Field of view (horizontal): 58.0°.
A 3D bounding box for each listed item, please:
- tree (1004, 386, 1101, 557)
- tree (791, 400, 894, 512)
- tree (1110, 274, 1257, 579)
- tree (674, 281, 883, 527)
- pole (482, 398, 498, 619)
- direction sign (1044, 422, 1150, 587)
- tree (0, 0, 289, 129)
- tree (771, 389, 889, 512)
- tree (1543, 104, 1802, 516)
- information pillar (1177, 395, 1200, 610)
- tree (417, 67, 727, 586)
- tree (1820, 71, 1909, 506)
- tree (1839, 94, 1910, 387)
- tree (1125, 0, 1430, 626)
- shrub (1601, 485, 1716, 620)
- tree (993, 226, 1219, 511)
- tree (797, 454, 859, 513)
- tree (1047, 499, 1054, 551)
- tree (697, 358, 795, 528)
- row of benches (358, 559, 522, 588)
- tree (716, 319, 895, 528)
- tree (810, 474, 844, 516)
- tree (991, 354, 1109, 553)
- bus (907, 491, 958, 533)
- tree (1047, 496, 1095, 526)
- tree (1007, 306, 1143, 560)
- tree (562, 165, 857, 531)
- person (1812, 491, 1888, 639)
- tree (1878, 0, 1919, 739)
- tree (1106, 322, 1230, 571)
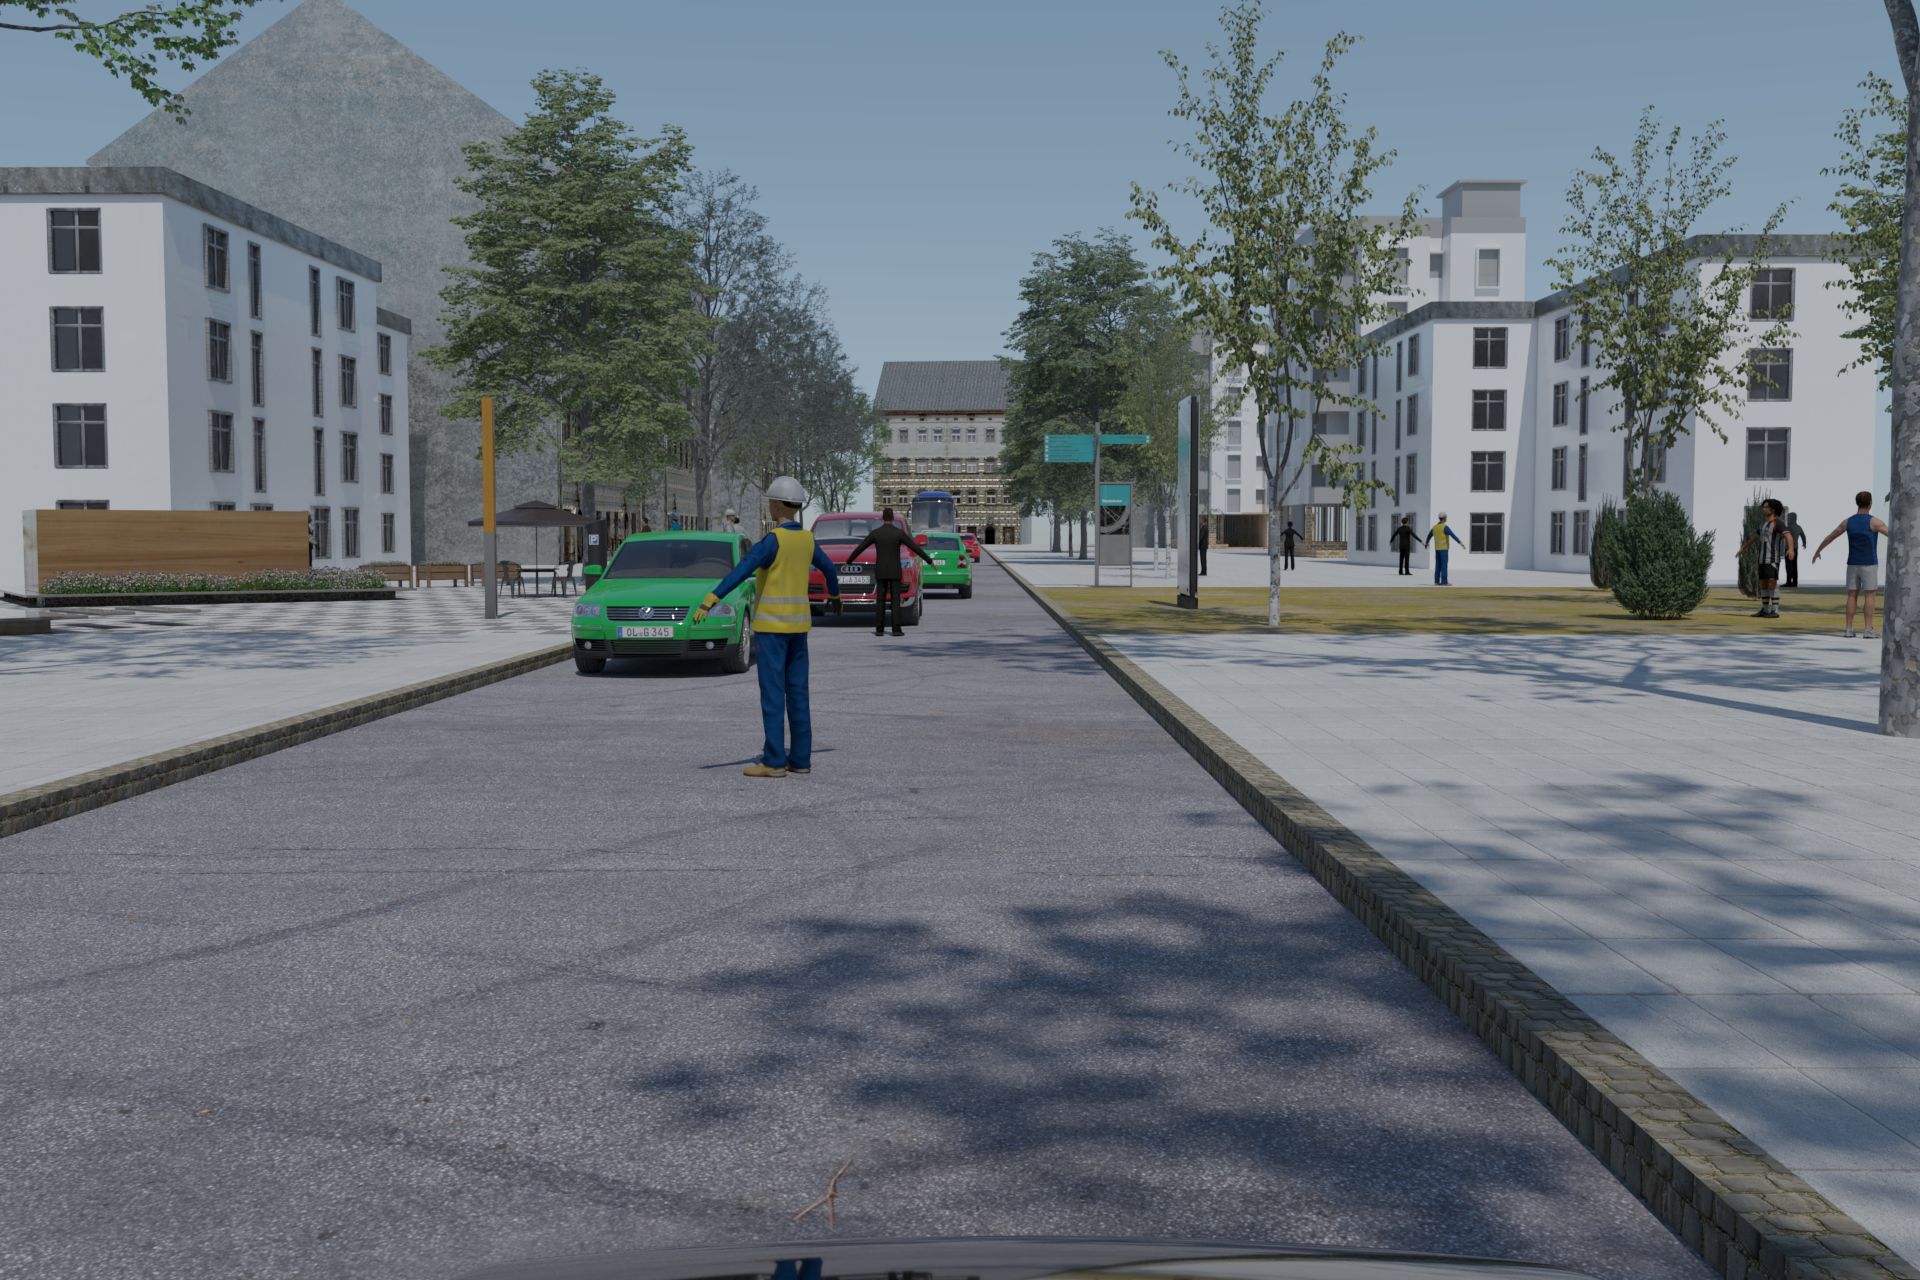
[{"bbox_3d":[5.858,-9.872,95.821,7.601,10.594,8.767,-2,4,-28],"label":"tree"},{"bbox_3d":[-8.765,-12.376,128.096,9.928,11.665,9.643,0,3,0],"label":"tree"},{"bbox_3d":[5.863,-6.054,49.338,4.360,8.622,3.978,0,3,0],"label":"tree"},{"bbox_3d":[-8.876,-10.611,83.856,12.009,13.543,11.850,0,3,0],"label":"tree"},{"bbox_3d":[-7.068,-1.969,26.033,0.158,3.312,0.155,0,3,0],"label":"pole"},{"bbox_3d":[3.275,-3.193,40.963,2.525,3.948,1.411,0,4,1],"label":"direction sign"},{"bbox_3d":[-9.022,-5.345,13.142,9.928,11.665,9.643,0,3,0],"label":"tree"},{"bbox_3d":[-8.408,-11.313,110.727,9.928,11.665,9.643,0,3,0],"label":"tree"},{"bbox_3d":[12.356,-4.912,30.670,4.737,8.622,4.395,0,3,0],"label":"tree"},{"bbox_3d":[3.971,-2.375,30.152,0.184,3.620,1.656,0,4,0],"label":"information pillar"},{"bbox_3d":[-9.512,-7.654,43.277,7.486,12.596,7.792,0,3,0],"label":"tree"},{"bbox_3d":[14.682,-4.608,25.704,4.737,8.622,4.395,0,3,0],"label":"tree"},{"bbox_3d":[21.481,-7.137,34.811,7.486,12.596,7.792,0,3,0],"label":"tree"},{"bbox_3d":[4.337,-4.482,23.643,4.737,8.622,4.395,0,3,0],"label":"tree"},{"bbox_3d":[10.477,-1.320,25.994,1.690,2.028,1.600,0,3,0],"label":"shrub"},{"bbox_3d":[6.217,-10.114,72.025,9.857,13.997,8.962,0,3,0],"label":"tree"},{"bbox_3d":[-16.640,-17.976,219.663,9.928,11.665,9.643,0,3,0],"label":"tree"},{"bbox_3d":[6.546,-10.922,128.933,4.360,8.622,3.978,0,3,0],"label":"tree"},{"bbox_3d":[-9.346,-7.401,71.363,4.360,8.622,3.978,0,3,0],"label":"tree"},{"bbox_3d":[-12.570,-1.609,41.764,4.104,0.672,1.422,-3,5,-44],"label":"row of benches"},{"bbox_3d":[-8.817,-11.409,96.910,12.009,13.543,11.850,0,3,0],"label":"tree"},{"bbox_3d":[-15.777,-16.044,212.689,4.360,8.622,3.978,0,3,0],"label":"tree"},{"bbox_3d":[6.558,-12.949,118.369,9.857,13.997,8.962,0,3,0],"label":"tree"},{"bbox_3d":[-1.471,-6.828,103.186,2.896,3.916,12.251,0,4,1],"label":"bus"},{"bbox_3d":[15.709,-19.077,218.558,9.857,13.997,8.962,0,3,0],"label":"tree"},{"bbox_3d":[6.098,-10.267,85.984,7.486,12.596,7.792,0,3,0],"label":"tree"},{"bbox_3d":[-8.634,-9.012,57.714,12.009,13.543,11.850,0,3,0],"label":"tree"},{"bbox_3d":[11.126,-0.927,21.330,0.704,1.807,1.345,-3,4,-37],"label":"person"},{"bbox_3d":[7.539,-9.433,10.114,12.611,20.169,13.585,0,3,0],"label":"tree"},{"bbox_3d":[7.015,-6.717,60.191,4.737,8.622,4.395,0,3,0],"label":"tree"}]
